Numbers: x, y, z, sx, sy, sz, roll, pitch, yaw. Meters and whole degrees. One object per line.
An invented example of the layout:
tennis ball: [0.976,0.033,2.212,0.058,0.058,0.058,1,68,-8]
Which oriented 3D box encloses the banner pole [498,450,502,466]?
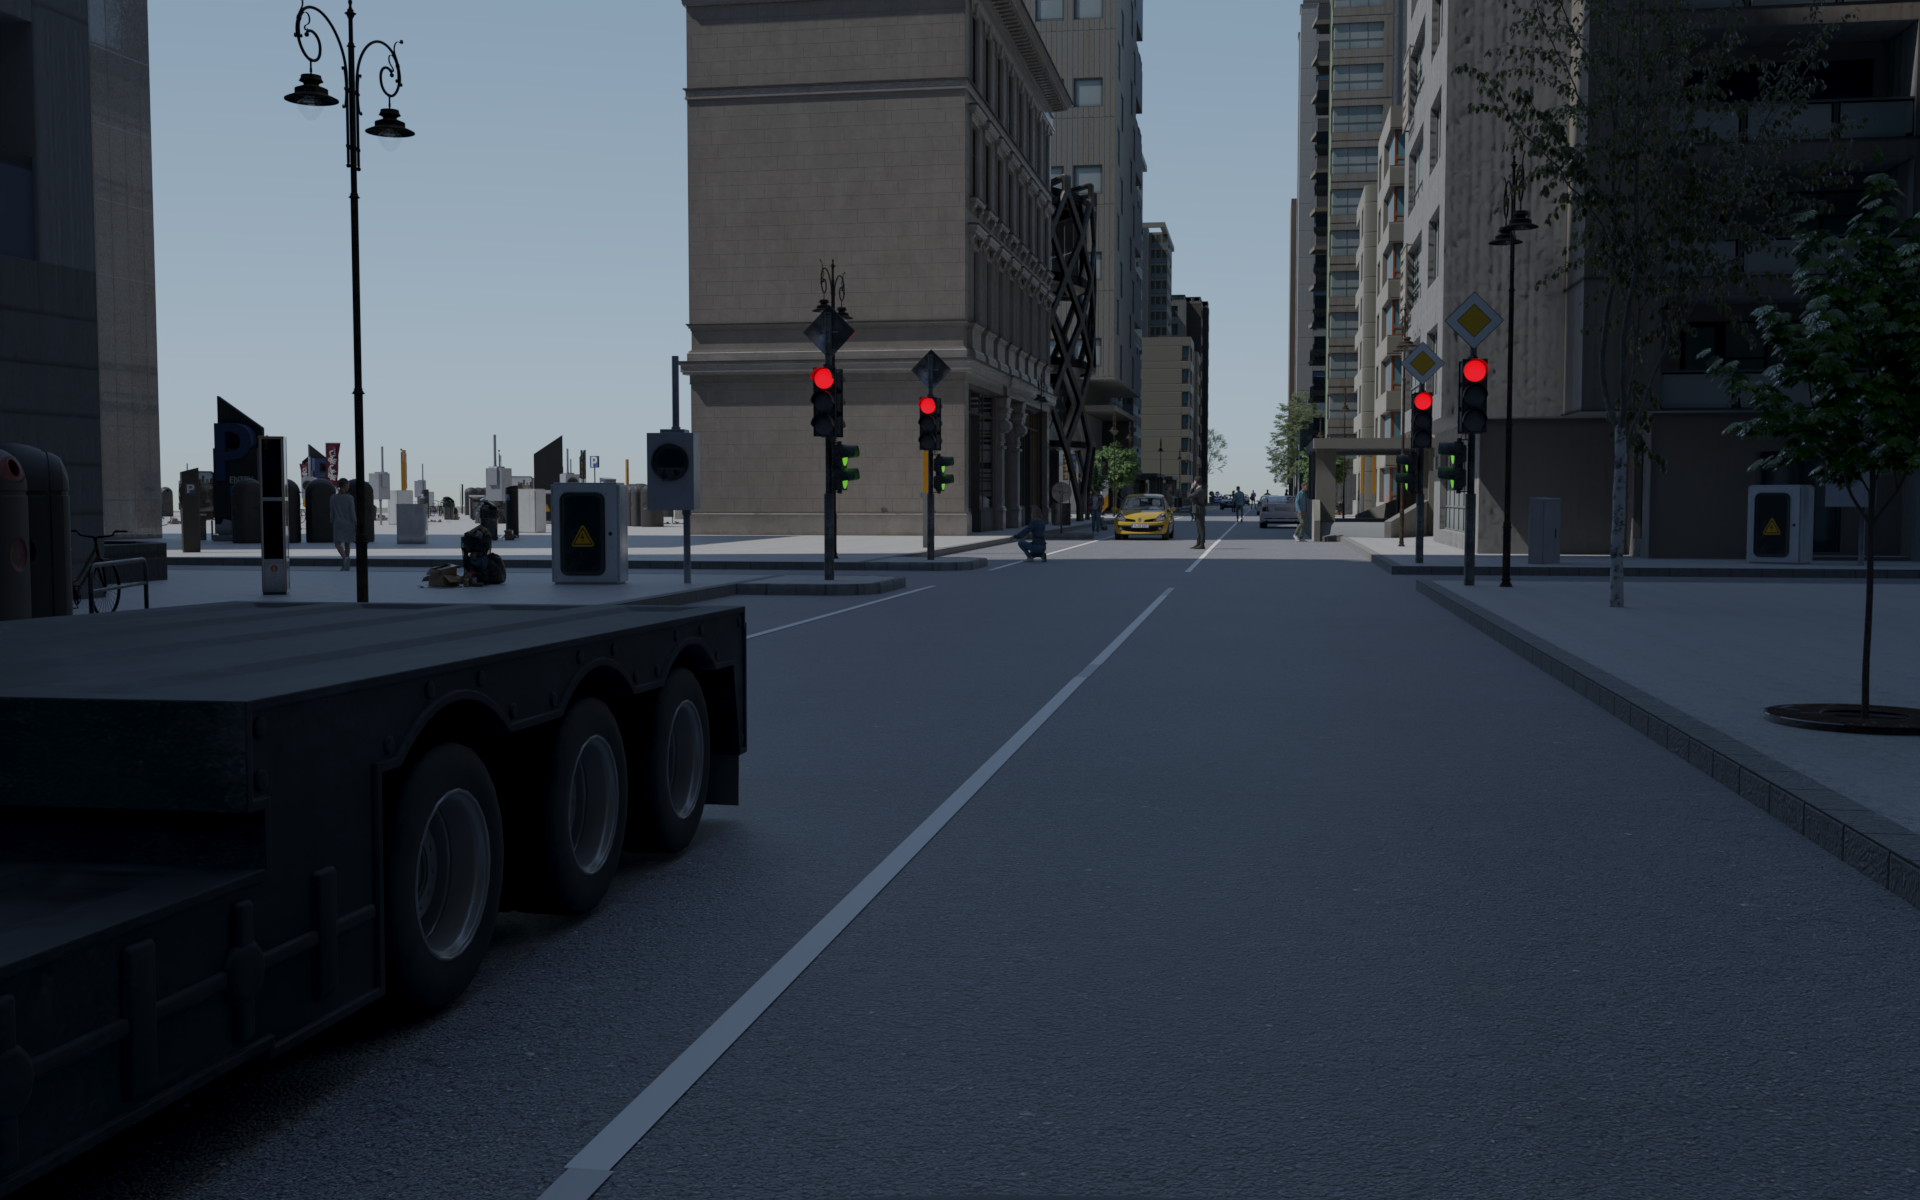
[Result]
banner pole: [-25.998,-6.603,97.976,0.401,3.779,0.863,0,4,-3]

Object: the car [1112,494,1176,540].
car: [5.889,-2.750,55.184,2.015,1.641,3.980,1,4,10]

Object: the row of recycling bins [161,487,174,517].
row of recycling bins: [-46.427,-5.557,97.963,3.534,1.692,1.069,-1,4,-21]

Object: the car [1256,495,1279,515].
car: [21.435,-6.546,119.381,2.083,1.381,4.827,1,4,12]

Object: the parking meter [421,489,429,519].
parking meter: [-27.910,-5.016,90.418,0.372,1.533,0.369,0,3,0]

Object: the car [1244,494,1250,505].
car: [36.131,-12.930,221.184,2.009,1.686,4.222,1,4,11]

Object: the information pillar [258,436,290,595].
information pillar: [-8.740,-1.076,22.081,0.304,2.012,0.304,-1,4,-14]

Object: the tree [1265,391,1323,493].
tree: [37.681,-16.697,191.126,7.486,12.596,7.792,0,3,0]

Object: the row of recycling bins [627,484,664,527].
row of recycling bins: [-12.651,-3.766,68.691,1.069,1.692,3.534,-2,4,-27]

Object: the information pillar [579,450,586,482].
information pillar: [-19.776,-6.088,90.887,0.183,3.616,0.504,2,4,25]

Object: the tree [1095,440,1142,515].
tree: [9.421,-7.435,105.276,4.285,4.588,4.351,0,3,0]

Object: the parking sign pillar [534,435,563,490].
parking sign pillar: [-18.719,-5.527,78.832,1.447,3.967,1.447,-1,4,-9]

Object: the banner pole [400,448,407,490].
banner pole: [-30.412,-6.403,94.703,0.401,3.779,0.863,-3,5,-44]

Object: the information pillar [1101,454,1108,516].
information pillar: [8.534,-6.792,102.406,0.504,3.616,0.183,-2,4,-28]

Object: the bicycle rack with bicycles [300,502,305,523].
bicycle rack with bicycles: [-29.906,-3.839,76.145,2.852,0.926,2.925,0,4,1]

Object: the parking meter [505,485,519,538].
parking meter: [-13.043,-2.570,50.434,0.372,1.533,0.369,0,3,0]

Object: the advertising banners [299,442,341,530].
advertising banners: [-22.010,-3.827,58.754,2.074,3.025,0.090,0,4,1]

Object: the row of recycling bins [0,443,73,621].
row of recycling bins: [-7.468,-0.343,12.718,1.069,1.692,3.534,-1,4,-11]

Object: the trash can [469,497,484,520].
trash can: [-23.684,-4.475,84.823,0.748,1.137,0.748,0,3,0]

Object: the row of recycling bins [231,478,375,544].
row of recycling bins: [-17.330,-2.364,45.761,3.534,1.692,1.069,-2,4,-27]

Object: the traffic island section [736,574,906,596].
traffic island section: [-1.977,-0.224,25.942,2.009,0.180,2.903,1,4,10]

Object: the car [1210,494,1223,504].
car: [34.045,-13.434,229.236,1.945,1.707,3.694,1,4,12]

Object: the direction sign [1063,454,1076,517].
direction sign: [6.173,-6.461,97.638,0.876,3.537,0.379,2,4,35]

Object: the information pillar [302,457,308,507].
information pillar: [-38.696,-6.805,102.617,0.504,3.616,0.183,-1,4,-14]

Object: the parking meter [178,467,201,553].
parking meter: [-16.905,-1.974,37.992,0.399,1.863,0.255,-2,4,-32]

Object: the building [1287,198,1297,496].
building: [55.197,-36.913,253.641,14.600,45.320,14.200,1,4,10]

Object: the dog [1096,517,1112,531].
dog: [5.640,-3.144,68.238,0.800,0.831,0.513,2,4,33]

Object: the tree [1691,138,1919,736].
tree: [4.931,-0.918,9.607,1.663,3.219,1.824,0,3,0]

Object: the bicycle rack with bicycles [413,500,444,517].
bicycle rack with bicycles: [-30.561,-5.292,99.900,2.852,0.926,2.925,1,4,20]

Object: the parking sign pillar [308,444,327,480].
parking sign pillar: [-34.612,-6.446,93.868,1.447,3.967,1.447,2,4,34]

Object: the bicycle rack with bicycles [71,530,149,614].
bicycle rack with bicycles: [-9.465,-0.232,17.174,2.852,0.926,2.925,-1,4,-8]

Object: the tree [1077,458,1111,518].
tree: [7.260,-5.995,92.613,1.663,3.219,1.824,0,3,0]

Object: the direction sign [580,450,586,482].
direction sign: [-19.394,-5.942,89.153,0.379,3.537,0.876,0,4,2]

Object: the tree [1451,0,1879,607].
tree: [7.710,-4.224,19.425,4.360,8.622,3.978,0,3,0]

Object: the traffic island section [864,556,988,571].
traffic island section: [-0.592,-0.705,33.806,2.009,0.180,2.903,1,4,10]

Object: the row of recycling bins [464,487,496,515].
row of recycling bins: [-29.326,-6.054,106.101,1.069,1.692,3.534,0,4,7]

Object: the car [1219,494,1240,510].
car: [24.828,-9.135,159.146,2.009,1.686,4.222,1,4,12]

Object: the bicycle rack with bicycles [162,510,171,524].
bicycle rack with bicycles: [-33.230,-3.396,68.904,2.925,0.926,2.852,-1,4,-10]

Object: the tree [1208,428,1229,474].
tree: [37.015,-20.654,263.447,9.928,11.665,9.643,0,3,0]

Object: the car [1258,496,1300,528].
car: [13.803,-3.781,74.188,2.083,1.381,4.827,1,4,11]

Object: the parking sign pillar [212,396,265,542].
parking sign pillar: [-19.709,-3.602,47.366,1.447,3.967,1.447,0,4,8]

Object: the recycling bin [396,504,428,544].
recycling bin: [-14.195,-1.978,44.899,0.722,1.027,0.722,-1,4,-11]

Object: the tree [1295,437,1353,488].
tree: [20.887,-7.076,99.404,4.285,4.588,4.351,0,3,0]
